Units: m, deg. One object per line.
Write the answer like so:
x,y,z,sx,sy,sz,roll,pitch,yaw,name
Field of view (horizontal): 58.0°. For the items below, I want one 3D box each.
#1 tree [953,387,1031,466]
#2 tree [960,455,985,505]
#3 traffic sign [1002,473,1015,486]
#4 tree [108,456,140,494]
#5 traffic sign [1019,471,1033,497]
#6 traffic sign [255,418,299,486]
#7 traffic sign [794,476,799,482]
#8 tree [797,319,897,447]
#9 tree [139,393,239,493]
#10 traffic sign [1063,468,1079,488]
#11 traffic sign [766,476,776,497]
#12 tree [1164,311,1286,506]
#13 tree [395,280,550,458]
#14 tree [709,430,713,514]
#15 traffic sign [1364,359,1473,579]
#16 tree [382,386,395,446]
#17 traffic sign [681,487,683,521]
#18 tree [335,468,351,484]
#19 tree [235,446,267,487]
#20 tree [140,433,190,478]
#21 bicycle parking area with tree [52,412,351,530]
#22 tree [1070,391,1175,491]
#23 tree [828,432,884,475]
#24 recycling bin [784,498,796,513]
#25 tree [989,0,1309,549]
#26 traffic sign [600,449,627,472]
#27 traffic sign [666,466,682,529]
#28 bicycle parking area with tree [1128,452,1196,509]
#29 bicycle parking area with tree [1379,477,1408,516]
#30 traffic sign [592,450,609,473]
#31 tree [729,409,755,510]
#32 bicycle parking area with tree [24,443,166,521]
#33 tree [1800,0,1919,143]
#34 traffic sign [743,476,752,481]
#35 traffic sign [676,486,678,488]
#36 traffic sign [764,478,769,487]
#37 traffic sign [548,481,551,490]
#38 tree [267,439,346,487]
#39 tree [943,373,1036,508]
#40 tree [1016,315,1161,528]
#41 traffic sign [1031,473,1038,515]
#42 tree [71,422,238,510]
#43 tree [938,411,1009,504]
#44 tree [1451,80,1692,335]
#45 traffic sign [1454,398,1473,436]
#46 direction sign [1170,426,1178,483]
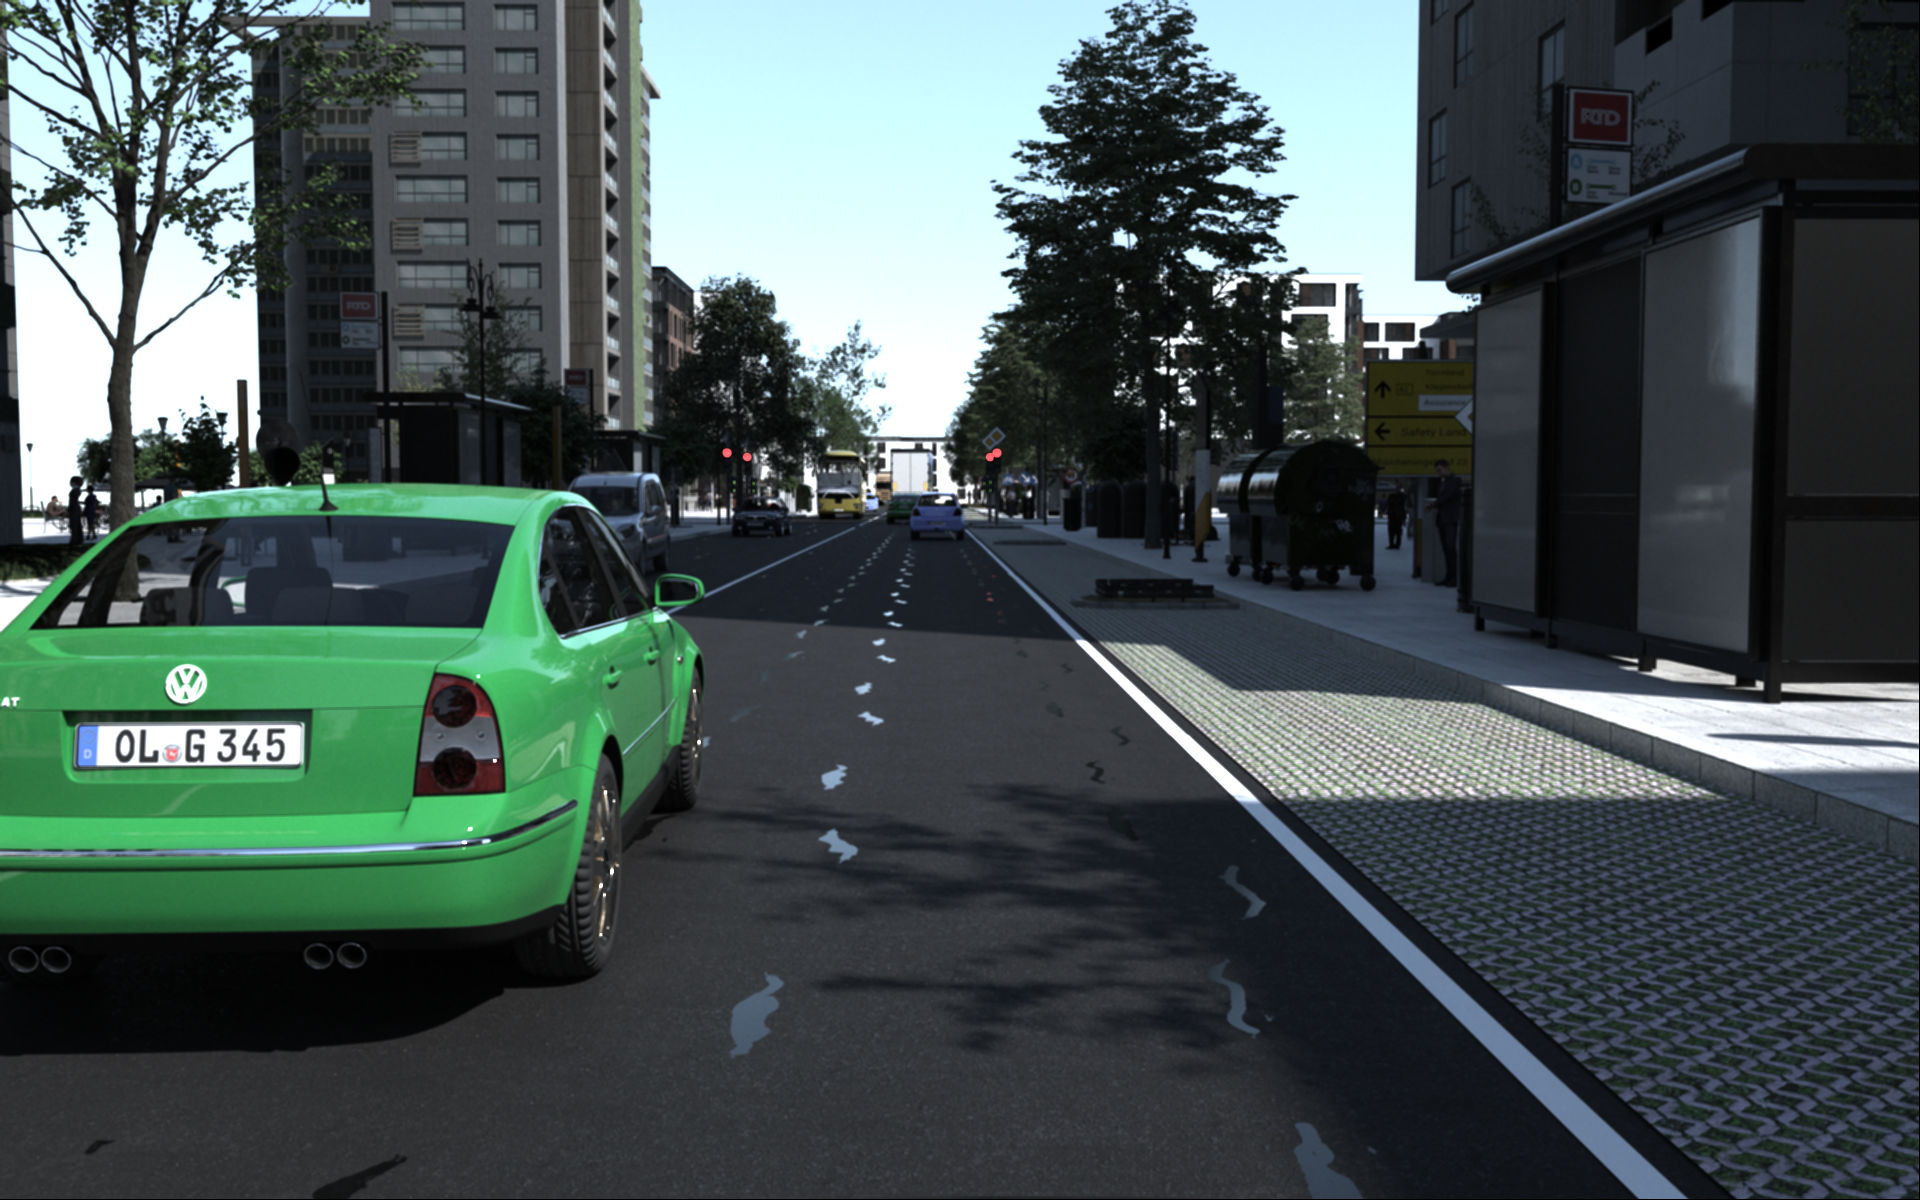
3.150,-14.278,159.200,9.928,11.665,9.643,0,3,0,tree
1.778,-15.306,200.616,4.360,8.622,3.978,0,3,0,tree
2.978,-6.478,106.029,0.768,2.556,0.104,0,4,1,traffic sign
-32.965,-4.534,68.732,1.663,3.219,1.824,0,3,0,tree
3.705,-5.956,97.482,0.768,2.556,0.104,0,4,2,traffic sign
-11.519,-1.781,29.227,0.768,2.556,0.104,0,4,5,traffic sign
-11.449,-7.352,119.942,0.795,2.593,0.064,0,4,1,traffic sign
-12.924,-20.374,189.004,12.611,20.169,13.585,0,3,0,tree
-14.653,-2.370,33.359,1.663,3.219,1.824,0,3,0,tree
5.364,-5.094,83.396,0.768,2.556,0.104,0,4,7,traffic sign
-13.587,-7.613,124.580,0.768,2.556,0.104,1,4,9,traffic sign
10.741,-7.112,66.647,4.360,8.622,3.978,0,3,0,tree
-16.473,-6.730,60.393,4.737,8.622,4.395,0,3,0,tree
-15.927,-9.936,112.813,4.360,8.622,3.978,0,3,0,tree
7.229,-1.977,26.189,2.265,3.308,0.079,0,3,0,traffic sign
-29.882,-8.905,95.957,4.737,8.622,4.395,0,3,0,tree
-13.165,-5.012,82.047,0.768,2.556,0.104,0,4,7,traffic sign
-38.758,-6.954,108.303,1.663,3.219,1.824,0,3,0,tree
-42.652,-7.480,106.007,4.285,4.588,4.351,0,3,0,tree
-42.777,-6.736,93.846,4.285,4.588,4.351,0,3,0,tree
-27.626,-4.633,62.749,9.016,4.147,8.231,-2,4,-32,bicycle parking area with tree
4.995,-4.334,54.567,4.285,4.588,4.351,0,3,0,tree
-13.466,-18.205,232.069,7.601,10.594,8.767,2,4,25,tree
-11.579,-6.449,117.998,0.722,1.027,0.722,0,4,-3,recycling bin
4.157,-7.497,40.703,7.486,12.596,7.792,0,3,0,tree
-9.896,-3.029,49.521,0.884,2.594,0.081,0,4,4,traffic sign
-10.558,-3.781,63.953,0.606,2.300,0.079,0,4,4,traffic sign
13.736,-7.994,117.698,8.231,4.147,9.016,0,4,-7,bicycle parking area with tree
27.872,-6.979,101.104,8.231,4.147,9.016,0,4,-2,bicycle parking area with tree
-10.307,-3.082,50.397,0.884,2.594,0.081,0,4,8,traffic sign
-18.693,-11.790,143.124,4.737,8.622,4.395,0,3,0,tree
-49.734,-6.762,97.563,8.231,4.147,9.016,0,4,8,bicycle parking area with tree
12.700,-4.404,22.366,4.737,8.622,4.395,0,3,0,tree
-12.954,-6.519,106.324,0.795,2.593,0.064,0,4,3,traffic sign
-13.238,-4.955,81.124,0.768,2.556,0.104,0,4,4,traffic sign
-14.708,-8.022,131.165,0.884,2.594,0.081,0,4,0,traffic sign
-11.131,-2.867,46.976,0.768,2.556,0.104,0,4,4,traffic sign
-38.053,-7.285,102.831,4.285,4.588,4.351,0,3,0,tree
3.161,-12.591,140.268,8.767,10.594,7.601,-1,4,-13,tree
4.497,-7.032,65.329,4.360,8.622,3.978,0,3,0,tree
4.662,-6.472,105.921,0.768,2.556,0.104,0,4,2,traffic sign
-63.208,-10.635,136.780,11.467,7.101,20.602,-1,4,-23,tree
2.024,-18.568,220.587,9.611,12.733,9.660,0,3,0,tree
10.892,-4.889,30.301,4.360,8.622,3.978,0,3,0,tree
6.295,-1.280,20.665,0.795,2.593,0.064,0,4,-1,traffic sign
7.179,-4.049,58.205,0.379,3.537,0.876,2,4,24,direction sign
